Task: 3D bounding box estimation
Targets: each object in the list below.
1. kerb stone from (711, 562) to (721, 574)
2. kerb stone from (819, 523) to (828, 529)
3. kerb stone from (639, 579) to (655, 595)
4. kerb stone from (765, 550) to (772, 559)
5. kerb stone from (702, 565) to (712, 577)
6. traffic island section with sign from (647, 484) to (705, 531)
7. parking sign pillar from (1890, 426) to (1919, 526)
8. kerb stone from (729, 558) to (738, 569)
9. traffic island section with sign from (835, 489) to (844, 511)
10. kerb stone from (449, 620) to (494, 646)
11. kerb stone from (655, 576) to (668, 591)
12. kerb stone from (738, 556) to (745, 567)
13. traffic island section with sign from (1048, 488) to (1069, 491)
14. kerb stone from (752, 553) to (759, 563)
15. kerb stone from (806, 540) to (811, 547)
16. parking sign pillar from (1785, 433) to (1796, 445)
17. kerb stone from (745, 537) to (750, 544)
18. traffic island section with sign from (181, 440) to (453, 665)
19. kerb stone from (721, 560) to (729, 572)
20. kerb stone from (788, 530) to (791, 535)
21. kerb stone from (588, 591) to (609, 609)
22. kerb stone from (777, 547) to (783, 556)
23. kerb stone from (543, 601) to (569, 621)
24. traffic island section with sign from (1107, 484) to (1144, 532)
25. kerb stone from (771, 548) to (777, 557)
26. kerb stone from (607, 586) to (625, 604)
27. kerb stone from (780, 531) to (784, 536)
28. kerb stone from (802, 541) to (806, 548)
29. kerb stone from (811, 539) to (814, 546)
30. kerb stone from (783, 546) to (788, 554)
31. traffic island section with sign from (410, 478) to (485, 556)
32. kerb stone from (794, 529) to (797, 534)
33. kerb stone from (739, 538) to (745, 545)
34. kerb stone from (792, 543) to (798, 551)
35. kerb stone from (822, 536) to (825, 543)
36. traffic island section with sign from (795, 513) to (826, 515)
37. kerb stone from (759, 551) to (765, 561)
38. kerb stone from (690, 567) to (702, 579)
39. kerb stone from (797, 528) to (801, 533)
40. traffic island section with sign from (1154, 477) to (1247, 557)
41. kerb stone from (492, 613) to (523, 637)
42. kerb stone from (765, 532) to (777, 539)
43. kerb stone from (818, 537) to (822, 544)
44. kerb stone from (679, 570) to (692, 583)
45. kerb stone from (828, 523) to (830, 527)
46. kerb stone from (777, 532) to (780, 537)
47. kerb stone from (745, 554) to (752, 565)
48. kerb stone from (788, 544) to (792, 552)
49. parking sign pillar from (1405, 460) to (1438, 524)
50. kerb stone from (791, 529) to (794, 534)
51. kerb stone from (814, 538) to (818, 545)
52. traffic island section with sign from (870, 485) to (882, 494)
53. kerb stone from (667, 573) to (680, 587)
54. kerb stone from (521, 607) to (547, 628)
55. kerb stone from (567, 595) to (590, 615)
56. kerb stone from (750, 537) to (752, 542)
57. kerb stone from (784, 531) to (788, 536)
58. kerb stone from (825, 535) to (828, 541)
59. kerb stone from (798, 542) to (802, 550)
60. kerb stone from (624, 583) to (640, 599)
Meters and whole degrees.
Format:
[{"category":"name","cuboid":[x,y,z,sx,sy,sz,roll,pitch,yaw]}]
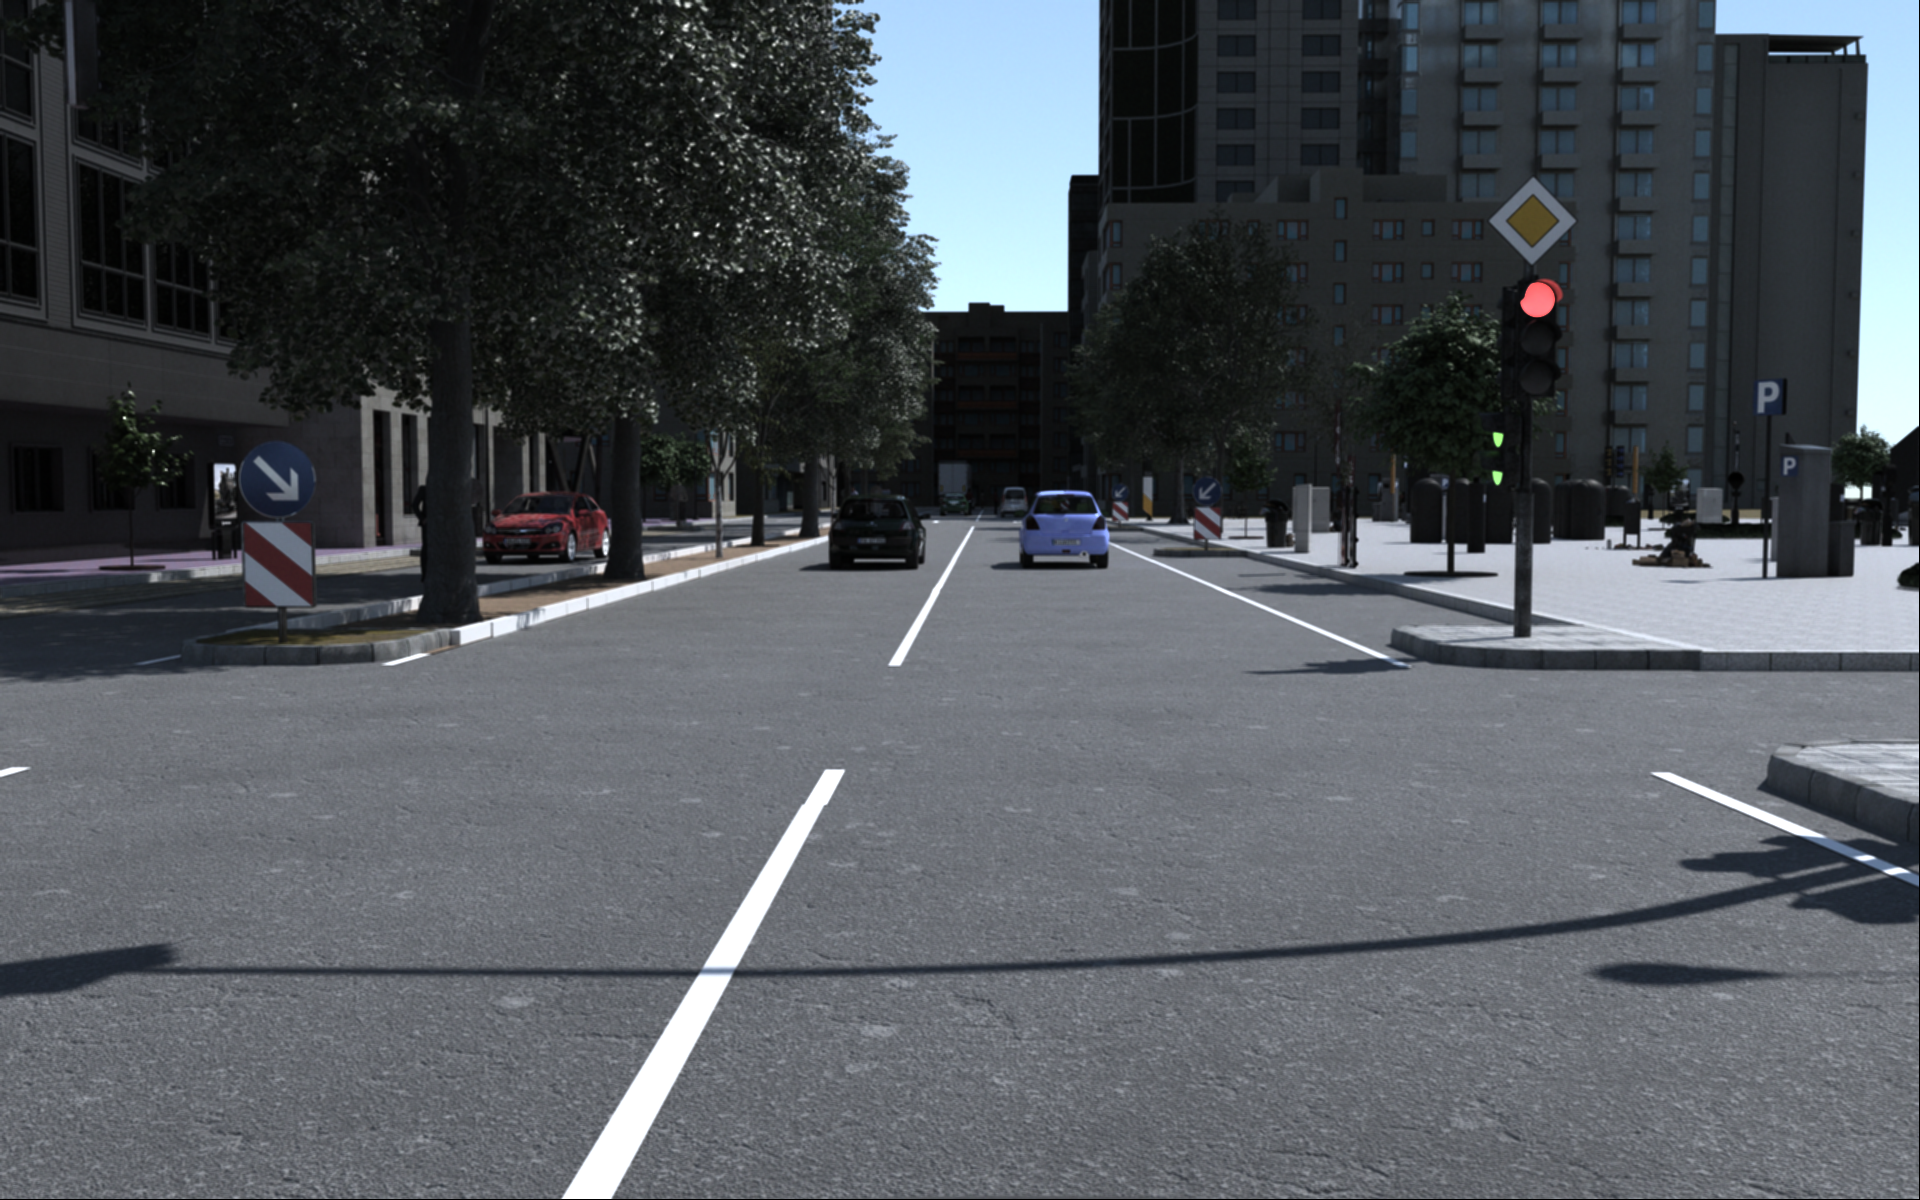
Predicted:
[{"category":"kerb stone","cuboid":[-4.486,-0.548,31.150,0.120,0.150,1.000,0,4,1]},{"category":"kerb stone","cuboid":[-5.809,-3.123,73.257,0.120,0.150,1.000,0,4,1]},{"category":"kerb stone","cuboid":[-4.602,-0.171,24.997,0.120,0.150,1.000,0,4,1]},{"category":"kerb stone","cuboid":[-4.349,-0.981,38.318,0.120,0.150,1.000,0,4,1]},{"category":"kerb stone","cuboid":[-4.495,-0.484,30.127,0.120,0.150,1.000,0,4,1]},{"category":"traffic island section with sign","cuboid":[-11.071,-3.618,67.790,1.989,1.847,2.006,0,4,1]},{"category":"parking sign pillar","cuboid":[37.848,-4.939,69.230,1.447,3.967,1.447,-1,4,-18]},{"category":"kerb stone","cuboid":[-4.441,-0.673,33.200,0.120,0.150,1.000,0,4,1]},{"category":"traffic island section with sign","cuboid":[-9.648,-8.348,145.118,1.989,1.847,2.006,0,4,1]},{"category":"kerb stone","cuboid":[-4.756,0.330,16.808,0.120,0.150,1.000,0,4,1]},{"category":"kerb stone","cuboid":[-4.575,-0.235,26.030,0.120,0.150,1.000,0,4,1]},{"category":"kerb stone","cuboid":[-4.432,-0.736,34.223,0.120,0.150,1.000,0,4,1]},{"category":"traffic island section with sign","cuboid":[6.958,-6.647,117.306,1.989,1.847,2.006,0,4,1]},{"category":"kerb stone","cuboid":[-4.398,-0.858,36.267,0.120,0.150,1.000,0,4,1]},{"category":"kerb stone","cuboid":[-4.194,-1.486,46.517,0.120,0.150,1.000,0,4,1]},{"category":"parking sign pillar","cuboid":[36.914,-5.386,76.526,1.447,3.967,1.447,-3,5,-41]},{"category":"kerb stone","cuboid":[-6.237,-1.678,49.676,0.120,0.150,1.000,0,4,1]},{"category":"traffic island section with sign","cuboid":[-5.810,-0.446,15.430,2.006,1.907,1.989,0,4,1]},{"category":"kerb stone","cuboid":[-4.465,-0.610,32.172,0.120,0.150,1.000,0,4,1]},{"category":"kerb stone","cuboid":[-6.054,-2.308,59.926,0.120,0.150,1.000,0,4,1]},{"category":"kerb stone","cuboid":[-4.653,0.016,21.931,0.120,0.150,1.000,0,4,1]},{"category":"kerb stone","cuboid":[-4.314,-1.110,40.362,0.120,0.150,1.000,0,4,1]},{"category":"kerb stone","cuboid":[-4.695,0.142,19.874,0.120,0.150,1.000,0,4,1]},{"category":"traffic island section with sign","cuboid":[6.040,-3.577,67.114,1.989,1.847,2.006,0,4,1]},{"category":"kerb stone","cuboid":[-4.331,-1.048,39.340,0.120,0.150,1.000,0,4,1]},{"category":"kerb stone","cuboid":[-4.636,-0.046,22.953,0.120,0.150,1.000,0,4,1]},{"category":"kerb stone","cuboid":[-6.094,-2.183,57.882,0.120,0.150,1.000,0,4,1]},{"category":"kerb stone","cuboid":[-4.219,-1.424,45.483,0.120,0.150,1.000,0,4,1]},{"category":"kerb stone","cuboid":[-4.183,-1.545,47.547,0.120,0.150,1.000,0,4,1]},{"category":"kerb stone","cuboid":[-4.296,-1.174,41.384,0.120,0.150,1.000,0,4,1]},{"category":"traffic island section with sign","cuboid":[-11.573,-1.949,40.488,1.989,1.847,2.006,0,4,1]},{"category":"kerb stone","cuboid":[-6.022,-2.433,61.971,0.120,0.150,1.000,0,4,1]},{"category":"kerb stone","cuboid":[-6.255,-1.613,48.649,0.120,0.150,1.000,0,4,1]},{"category":"kerb stone","cuboid":[-4.250,-1.295,43.436,0.120,0.150,1.000,0,4,1]},{"category":"kerb stone","cuboid":[-4.129,-1.736,50.616,0.120,0.150,1.000,0,4,1]},{"category":"traffic island section with sign","cuboid":[-10.147,-6.686,117.944,1.989,1.847,2.006,0,4,1]},{"category":"kerb stone","cuboid":[-4.369,-0.923,37.296,0.120,0.150,1.000,0,4,1]},{"category":"kerb stone","cuboid":[-4.529,-0.423,29.105,0.120,0.150,1.000,0,4,1]},{"category":"kerb stone","cuboid":[-5.993,-2.495,62.992,0.120,0.150,1.000,0,4,1]},{"category":"traffic island section with sign","cuboid":[5.529,-1.929,40.163,1.989,1.847,2.006,0,4,1]},{"category":"kerb stone","cuboid":[-4.723,0.267,17.829,0.120,0.150,1.000,0,4,1]},{"category":"kerb stone","cuboid":[-6.117,-2.057,55.824,0.120,0.150,1.000,0,4,1]},{"category":"kerb stone","cuboid":[-4.137,-1.676,49.593,0.120,0.150,1.000,0,4,1]},{"category":"kerb stone","cuboid":[-4.540,-0.360,28.080,0.120,0.150,1.000,0,4,1]},{"category":"kerb stone","cuboid":[-5.791,-3.186,74.281,0.120,0.150,1.000,0,4,1]},{"category":"kerb stone","cuboid":[-6.109,-2.119,56.850,0.120,0.150,1.000,0,4,1]},{"category":"kerb stone","cuboid":[-4.406,-0.795,35.245,0.120,0.150,1.000,0,4,1]},{"category":"kerb stone","cuboid":[-4.283,-1.231,42.411,0.120,0.150,1.000,0,4,1]},{"category":"parking sign pillar","cuboid":[19.965,-5.269,74.613,1.447,3.967,1.447,3,4,38]},{"category":"kerb stone","cuboid":[-6.034,-2.365,60.949,0.120,0.150,1.000,0,4,1]},{"category":"kerb stone","cuboid":[-4.167,-1.607,48.569,0.120,0.150,1.000,0,4,1]},{"category":"traffic island section with sign","cuboid":[-4.430,-5.041,90.556,2.006,1.907,1.989,0,4,1]},{"category":"kerb stone","cuboid":[-4.557,-0.297,27.057,0.120,0.150,1.000,0,4,1]},{"category":"kerb stone","cuboid":[-4.709,0.209,18.852,0.120,0.150,1.000,0,4,1]},{"category":"kerb stone","cuboid":[-4.679,0.079,20.905,0.120,0.150,1.000,0,4,1]},{"category":"kerb stone","cuboid":[-6.224,-1.741,50.698,0.120,0.150,1.000,0,4,1]},{"category":"kerb stone","cuboid":[-6.071,-2.243,58.904,0.120,0.150,1.000,0,4,1]},{"category":"kerb stone","cuboid":[-4.108,-1.801,51.645,0.120,0.150,1.000,0,4,1]},{"category":"kerb stone","cuboid":[-4.236,-1.362,44.461,0.120,0.150,1.000,0,4,1]},{"category":"kerb stone","cuboid":[-4.620,-0.109,23.975,0.120,0.150,1.000,0,4,1]}]
